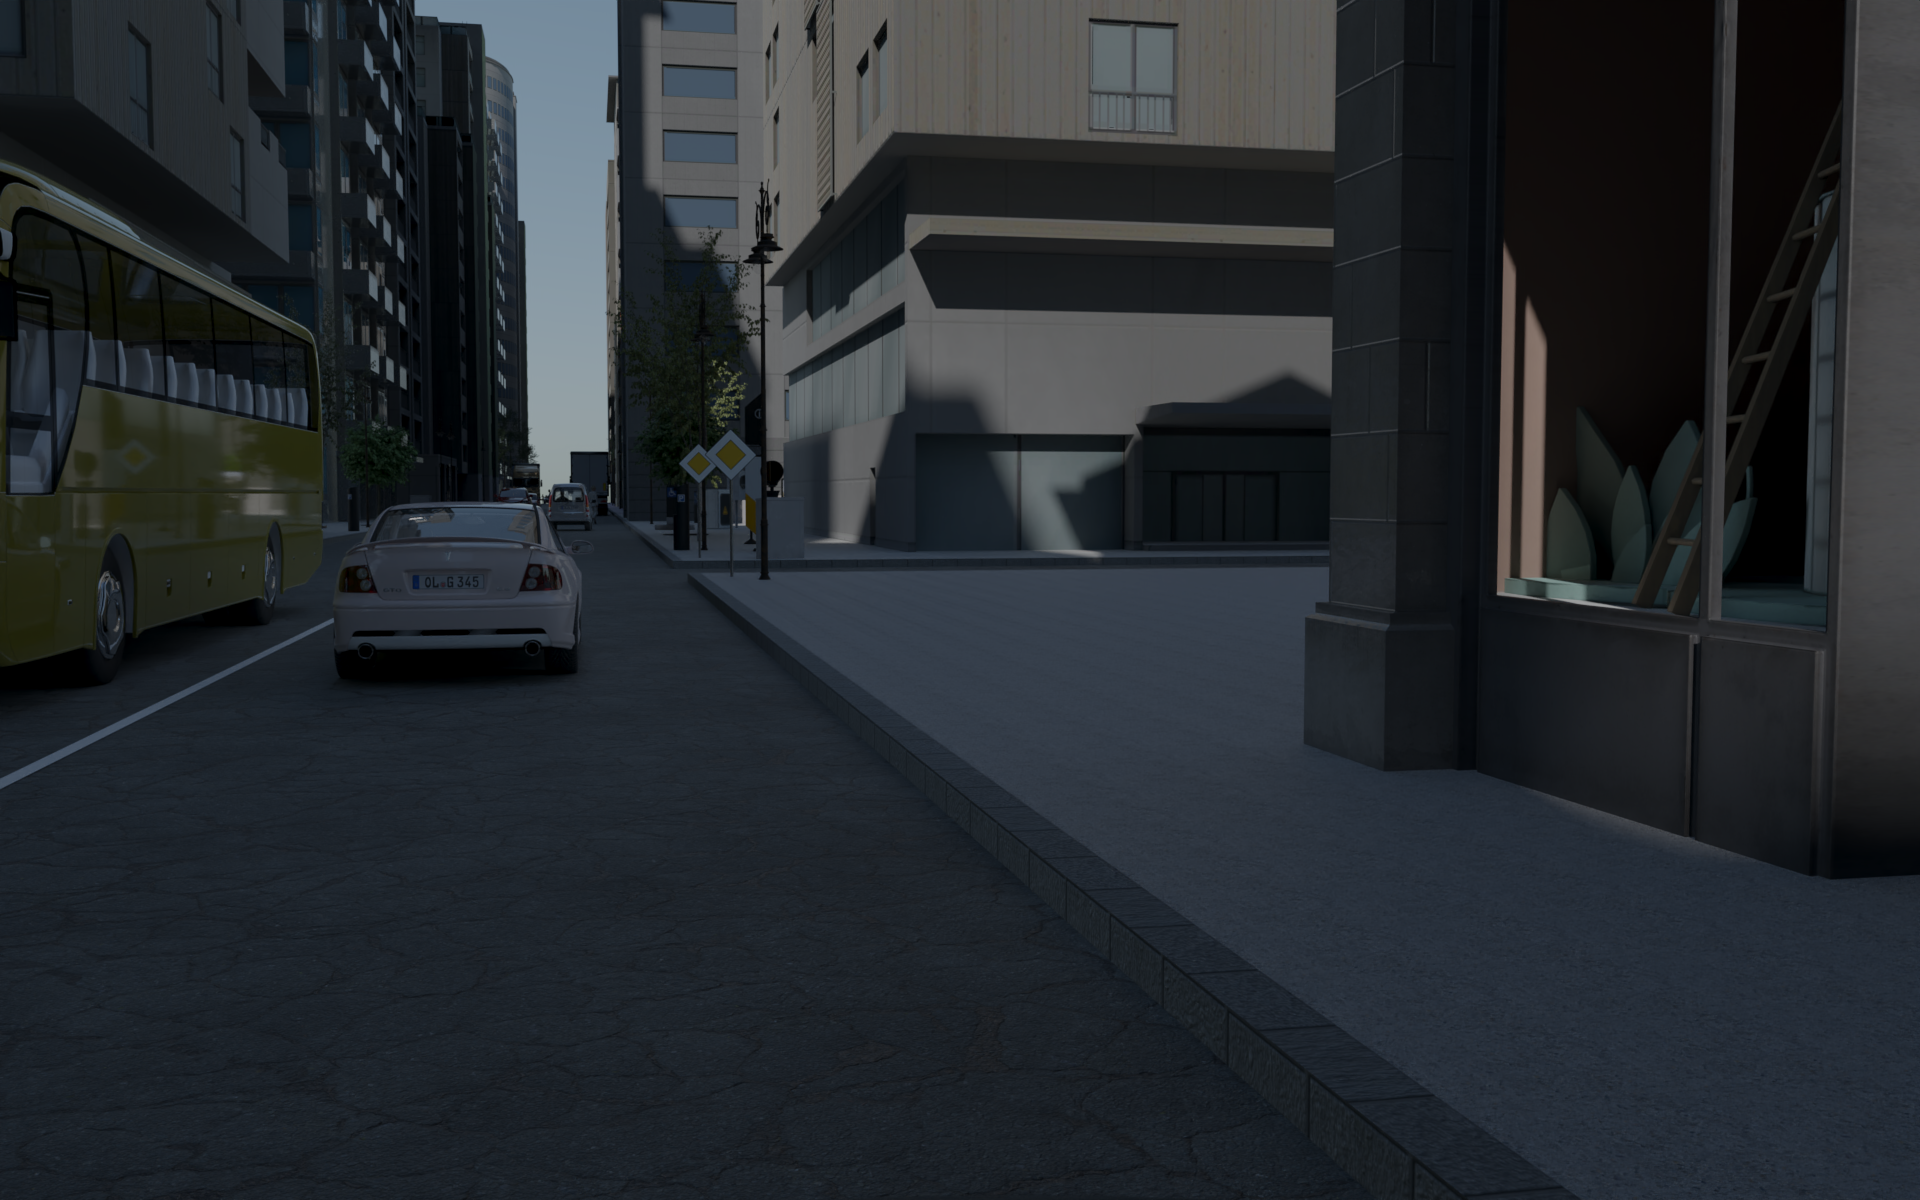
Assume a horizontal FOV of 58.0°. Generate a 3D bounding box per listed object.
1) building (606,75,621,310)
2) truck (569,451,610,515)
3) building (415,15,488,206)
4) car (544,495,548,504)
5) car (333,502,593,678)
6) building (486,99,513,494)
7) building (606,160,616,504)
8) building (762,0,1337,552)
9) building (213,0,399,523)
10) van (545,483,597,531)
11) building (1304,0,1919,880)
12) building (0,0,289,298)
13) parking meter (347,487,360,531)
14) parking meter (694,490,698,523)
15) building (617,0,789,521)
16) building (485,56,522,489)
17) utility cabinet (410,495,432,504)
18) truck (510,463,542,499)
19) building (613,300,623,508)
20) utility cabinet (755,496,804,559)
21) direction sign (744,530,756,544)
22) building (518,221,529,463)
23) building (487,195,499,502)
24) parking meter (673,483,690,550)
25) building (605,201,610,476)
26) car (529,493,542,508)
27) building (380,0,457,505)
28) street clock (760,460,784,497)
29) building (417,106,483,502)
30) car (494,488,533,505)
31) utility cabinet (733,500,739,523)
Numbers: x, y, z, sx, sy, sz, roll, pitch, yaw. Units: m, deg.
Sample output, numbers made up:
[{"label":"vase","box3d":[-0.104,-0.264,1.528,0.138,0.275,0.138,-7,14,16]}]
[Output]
[{"label":"building","box3d":[-29.233,-38.389,216.894,28.713,52.752,27.495,-1,4,-12]},{"label":"truck","box3d":[-25.412,-7.950,118.892,2.839,4.237,11.283,-1,4,-12]},{"label":"building","box3d":[-47.048,-28.216,144.930,14.154,41.232,14.086,-1,4,-12]},{"label":"car","box3d":[-61.053,-14.997,257.782,1.945,1.354,3.894,-1,4,-10]},{"label":"car","box3d":[-4.236,-0.161,15.000,2.083,1.381,4.827,-1,4,-12]},{"label":"building","box3d":[-64.267,-35.447,199.165,23.786,49.044,30.456,-1,4,-12]},{"label":"building","box3d":[-37.872,-37.722,240.463,21.300,48.544,21.600,-1,4,-12]},{"label":"building","box3d":[8.516,-28.179,49.968,27.495,52.752,28.713,-1,4,-12]},{"label":"building","box3d":[-39.879,-28.453,84.818,23.786,49.044,30.456,-1,4,-12]},{"label":"van","box3d":[-15.446,-3.770,68.652,2.013,2.044,4.112,-1,4,-11]},{"label":"building","box3d":[6.380,-9.600,7.865,10.553,20.767,40.483,-1,4,-12]},{"label":"building","box3d":[-32.311,-27.634,41.050,28.713,52.752,27.495,-1,4,-12]},{"label":"parking meter","box3d":[-20.885,-3.132,59.623,0.372,1.533,0.369,0,3,0]},{"label":"parking meter","box3d":[-11.589,-4.175,76.677,0.372,1.533,0.369,0,3,0]},{"label":"building","box3d":[-8.227,-33.851,95.456,21.231,58.520,28.212,-1,4,-12]},{"label":"building","box3d":[-69.482,-41.986,228.465,21.231,58.520,28.212,-1,4,-12]},{"label":"utility cabinet","box3d":[-26.890,-4.602,86.411,1.020,1.237,0.306,0,4,6]},{"label":"truck","box3d":[-40.053,-10.468,160.068,2.839,4.237,11.283,-1,4,-14]},{"label":"building","box3d":[-19.949,-19.974,171.611,27.650,21.520,28.899,-1,4,-12]},{"label":"utility cabinet","box3d":[-3.573,-1.420,34.371,1.020,1.237,0.306,-3,5,-45]},{"label":"direction sign","box3d":[-5.347,-3.197,44.276,0.379,3.537,0.876,-1,4,-8]},{"label":"building","box3d":[-70.000,-34.674,250.511,14.154,41.232,14.086,-1,4,-12]},{"label":"building","box3d":[-50.136,-23.687,158.988,14.160,30.474,14.107,-1,4,-12]},{"label":"parking meter","box3d":[-6.361,-1.904,39.540,0.372,1.533,0.369,0,3,0]},{"label":"building","box3d":[-45.541,-37.194,258.233,14.600,45.320,14.200,-1,4,-12]},{"label":"car","box3d":[-30.433,-6.893,121.740,2.155,1.783,4.494,-1,4,-11]},{"label":"building","box3d":[-44.159,-41.228,112.324,20.563,71.187,20.611,-1,4,-12]},{"label":"street clock","box3d":[-4.052,-2.005,37.358,0.471,2.002,0.358,-1,4,-19]},{"label":"building","box3d":[-44.178,-22.005,131.483,14.160,30.474,14.107,-1,4,-12]},{"label":"car","box3d":[-26.833,-5.843,104.208,2.281,1.827,5.304,-1,4,-12]},{"label":"utility cabinet","box3d":[-9.843,-4.023,76.944,1.020,1.237,0.306,0,4,-4]}]
